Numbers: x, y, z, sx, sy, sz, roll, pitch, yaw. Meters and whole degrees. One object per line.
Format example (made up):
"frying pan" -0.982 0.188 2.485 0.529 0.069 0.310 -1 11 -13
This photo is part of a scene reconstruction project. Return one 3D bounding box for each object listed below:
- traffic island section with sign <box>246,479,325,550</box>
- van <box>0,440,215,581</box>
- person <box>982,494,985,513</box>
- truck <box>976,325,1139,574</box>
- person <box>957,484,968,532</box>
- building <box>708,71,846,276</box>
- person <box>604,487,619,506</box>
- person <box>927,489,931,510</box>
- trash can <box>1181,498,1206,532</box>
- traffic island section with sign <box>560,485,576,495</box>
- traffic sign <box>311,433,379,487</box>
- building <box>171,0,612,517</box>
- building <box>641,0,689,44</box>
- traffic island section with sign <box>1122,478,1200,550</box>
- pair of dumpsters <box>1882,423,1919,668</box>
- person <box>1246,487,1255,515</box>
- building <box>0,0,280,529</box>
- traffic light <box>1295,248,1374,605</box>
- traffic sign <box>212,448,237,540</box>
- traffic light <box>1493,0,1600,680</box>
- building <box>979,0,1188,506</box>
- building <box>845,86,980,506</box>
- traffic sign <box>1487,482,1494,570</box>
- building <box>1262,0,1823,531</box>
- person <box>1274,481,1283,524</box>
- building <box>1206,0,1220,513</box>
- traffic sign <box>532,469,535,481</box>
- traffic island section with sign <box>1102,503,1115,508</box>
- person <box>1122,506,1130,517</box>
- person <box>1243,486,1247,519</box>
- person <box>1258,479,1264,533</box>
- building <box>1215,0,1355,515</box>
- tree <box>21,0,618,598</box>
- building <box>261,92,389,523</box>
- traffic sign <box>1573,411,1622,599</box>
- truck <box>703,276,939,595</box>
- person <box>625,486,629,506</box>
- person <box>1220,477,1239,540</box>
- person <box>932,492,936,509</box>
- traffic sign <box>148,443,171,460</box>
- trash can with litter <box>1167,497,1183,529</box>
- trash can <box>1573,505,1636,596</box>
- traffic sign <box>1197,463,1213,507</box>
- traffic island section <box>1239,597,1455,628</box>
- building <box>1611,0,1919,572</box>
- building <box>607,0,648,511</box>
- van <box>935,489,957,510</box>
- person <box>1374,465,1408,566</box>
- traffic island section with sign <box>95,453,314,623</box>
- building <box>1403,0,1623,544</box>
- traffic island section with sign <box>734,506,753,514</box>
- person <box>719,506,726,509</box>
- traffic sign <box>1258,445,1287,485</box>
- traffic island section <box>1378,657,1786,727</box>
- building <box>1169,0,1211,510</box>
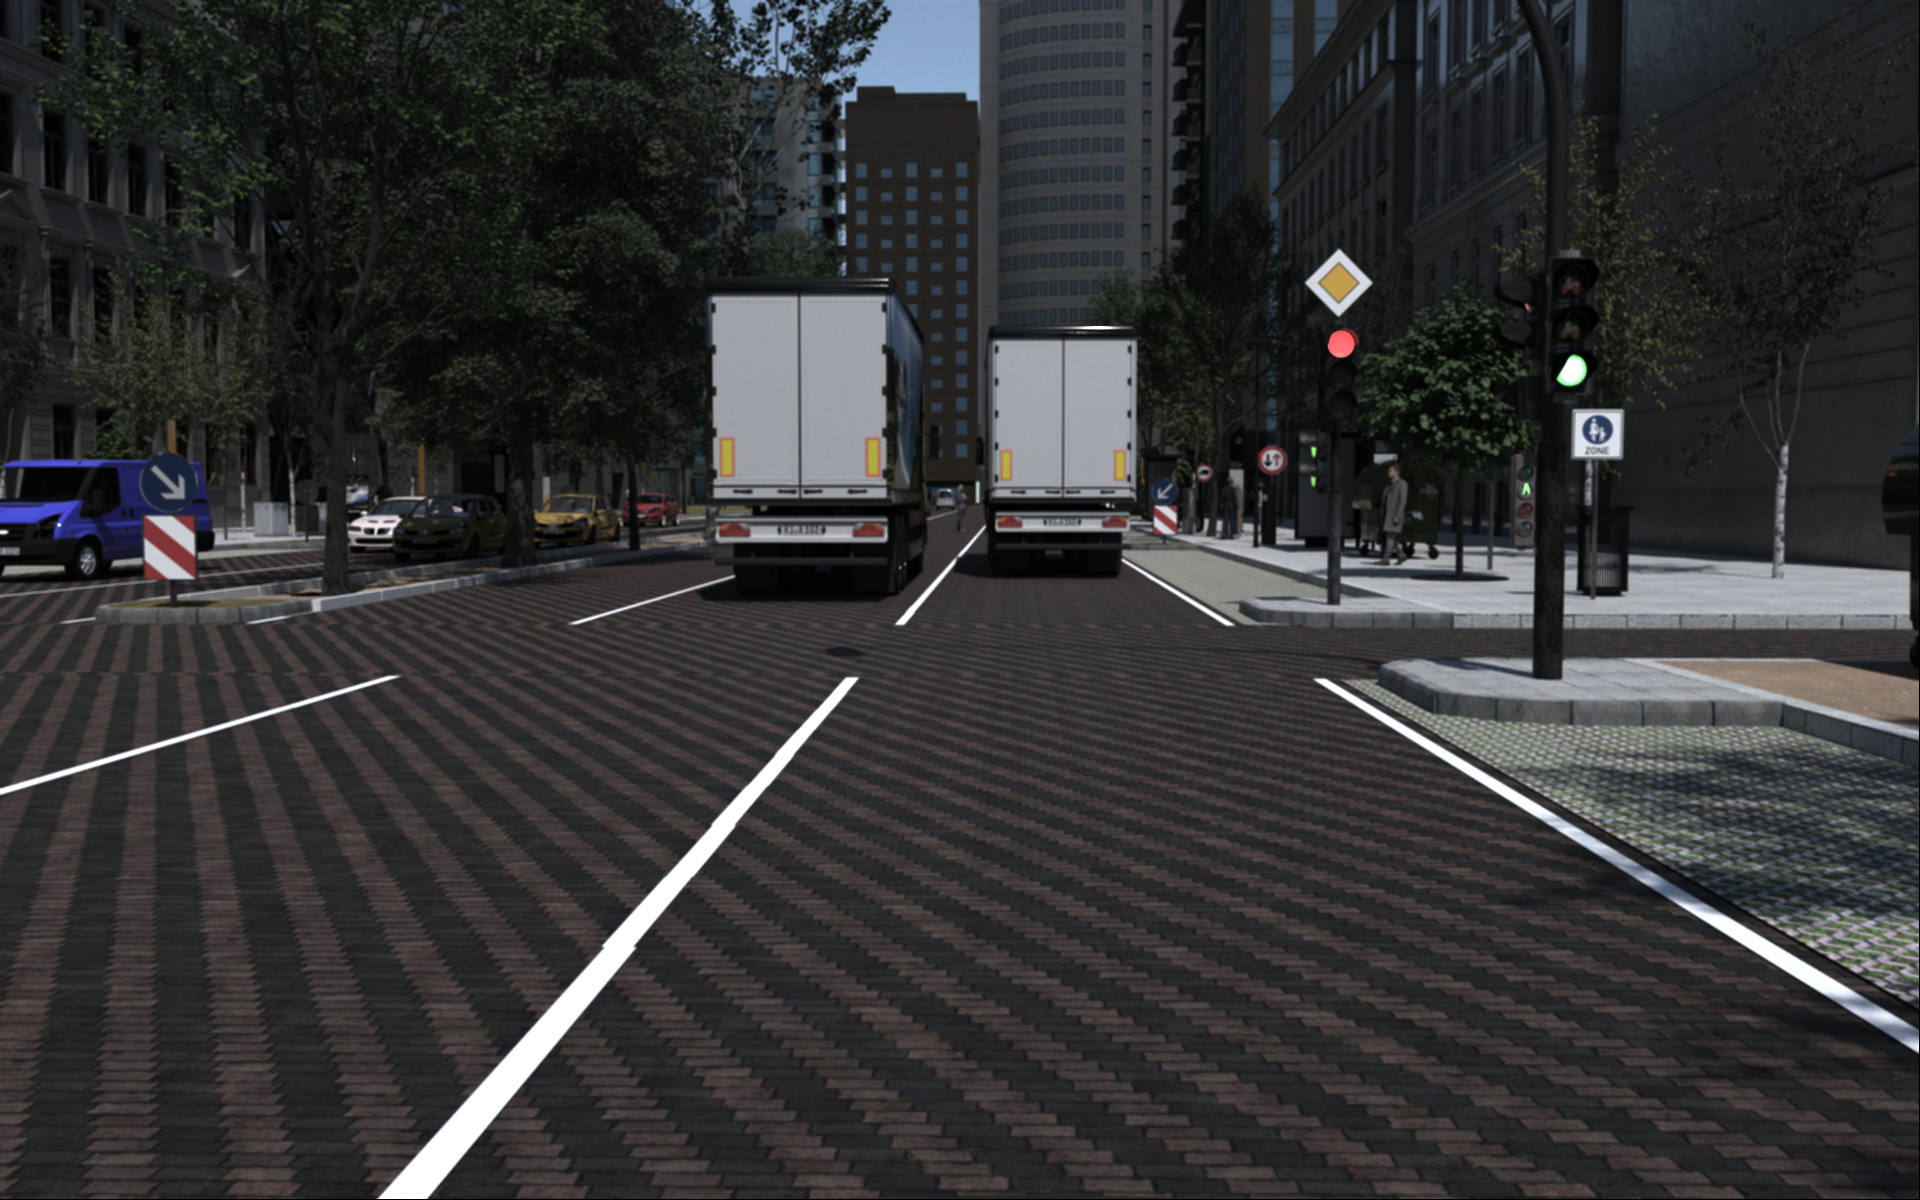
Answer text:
"traffic island section with sign" -17.301 -2.245 45.339 1.989 1.847 2.006 0 4 2
"van" -15.157 -1.579 30.201 2.240 2.365 5.245 0 4 3
"person" 1.829 -7.172 128.956 0.628 1.438 0.799 -1 4 -17
"truck" 1.741 -2.776 34.306 2.839 4.237 11.283 0 4 0
"person" 0.118 -3.518 66.200 0.526 1.800 0.537 2 4 35
"building" -27.631 -35.440 199.048 30.456 49.044 23.786 0 4 2
"person" -23.107 -6.593 114.562 1.217 1.735 0.721 -3 5 -44
"person" -2.436 -7.796 135.601 0.705 1.869 1.348 -1 4 -13
"trash can" 7.942 -2.872 58.603 0.748 1.137 0.748 0 3 0
"traffic island section with sign" -16.471 -3.901 72.407 1.989 1.847 2.006 0 4 2
"traffic sign" -20.599 -3.924 58.028 2.265 3.308 0.079 0 4 3
"building" -35.995 -34.709 109.490 21.231 58.520 28.212 0 4 2
"building" -39.671 -32.598 152.586 30.456 49.044 23.786 0 4 2
"traffic island section with sign" 5.109 -2.202 44.638 1.989 1.847 2.006 0 4 2
"pair of dumpsters" 7.546 -0.499 10.647 1.574 2.255 4.437 0 4 2
"person" 17.645 -5.983 104.645 1.217 1.735 0.721 -3 5 -40
"building" -32.864 -13.625 58.925 11.583 22.565 21.152 0 4 2
"traffic light" 4.308 -1.897 19.938 0.839 4.253 0.868 0 4 2
"traffic sign" -20.492 -2.946 48.267 0.768 2.556 0.104 1 4 10
"traffic light" 1.967 -2.276 11.880 4.771 5.953 1.251 0 4 2
"building" 16.300 -39.992 195.875 28.212 58.520 21.231 0 4 2
"building" -4.997 -33.244 193.655 14.200 45.320 14.600 0 4 2
"traffic sign" 8.941 -1.776 29.145 0.768 2.556 0.104 1 4 10
"building" 23.944 -15.039 79.168 16.112 22.955 30.059 0 4 2
"person" 13.413 -4.149 73.749 0.748 1.841 0.638 0 4 6
"building" 24.929 -27.044 125.756 14.154 41.232 14.086 0 4 2
"traffic sign" -19.770 -4.832 79.107 0.768 2.556 0.104 1 4 10
"traffic island section with sign" 5.957 -3.870 71.902 1.989 1.847 2.006 0 4 2
"person" 8.909 -5.234 92.369 0.466 1.731 0.760 1 4 9
"person" 14.547 -5.046 89.111 0.480 1.755 0.524 -1 4 -12
"person" 9.928 -3.076 56.680 0.623 1.781 0.721 2 4 28
"building" 24.288 -28.206 111.277 14.600 45.320 14.200 0 4 2
"tree" -8.632 -5.844 23.762 9.928 11.665 9.643 0 3 0
"building" -35.424 -12.930 78.854 16.820 18.784 16.811 0 4 2
"traffic sign" 7.713 -1.156 21.036 0.606 2.300 0.079 0 4 3
"truck" -1.922 -2.385 27.902 2.839 4.237 11.283 0 4 1
"person" -22.283 -6.779 116.744 0.709 1.838 0.599 -1 4 -10
"person" 7.578 -2.577 48.603 0.576 1.772 0.534 1 4 21
"person" -2.493 -9.709 168.712 0.593 1.643 0.415 3 5 43
"traffic sign" -20.573 -2.746 44.635 0.795 2.593 0.064 1 4 10
"trash can with litter" 7.761 -3.148 62.860 0.624 1.170 1.055 1 4 20
"trash can" 8.127 -0.626 21.887 0.748 1.137 0.748 0 3 0
"traffic sign" 10.104 -4.386 71.817 0.768 2.556 0.104 1 4 10
"traffic island section" 4.348 0.136 20.051 2.009 0.180 2.903 0 4 2
"building" 30.174 -12.323 34.770 30.059 22.955 16.112 0 4 2
"building" -32.306 -27.399 131.563 14.154 41.232 14.086 0 4 2
"van" -1.272 -8.987 153.946 2.013 2.044 4.112 0 4 1
"person" 7.759 -1.530 31.153 0.767 1.812 0.694 -1 4 -14
"traffic island section with sign" -8.871 -0.733 20.120 2.006 1.907 1.989 0 4 2
"building" 22.458 -16.361 53.411 13.634 28.700 20.117 0 4 2
"traffic island section with sign" -14.893 -6.973 122.630 1.989 1.847 2.006 0 4 2
"person" -20.081 -8.567 146.671 0.990 1.755 0.434 -1 4 -20
"traffic sign" 8.175 -2.769 45.386 0.768 2.556 0.104 1 4 9
"traffic island section" 4.100 0.625 12.070 2.009 0.180 2.903 0 4 2
"building" 29.481 -30.112 146.954 22.147 44.769 28.867 0 4 2
